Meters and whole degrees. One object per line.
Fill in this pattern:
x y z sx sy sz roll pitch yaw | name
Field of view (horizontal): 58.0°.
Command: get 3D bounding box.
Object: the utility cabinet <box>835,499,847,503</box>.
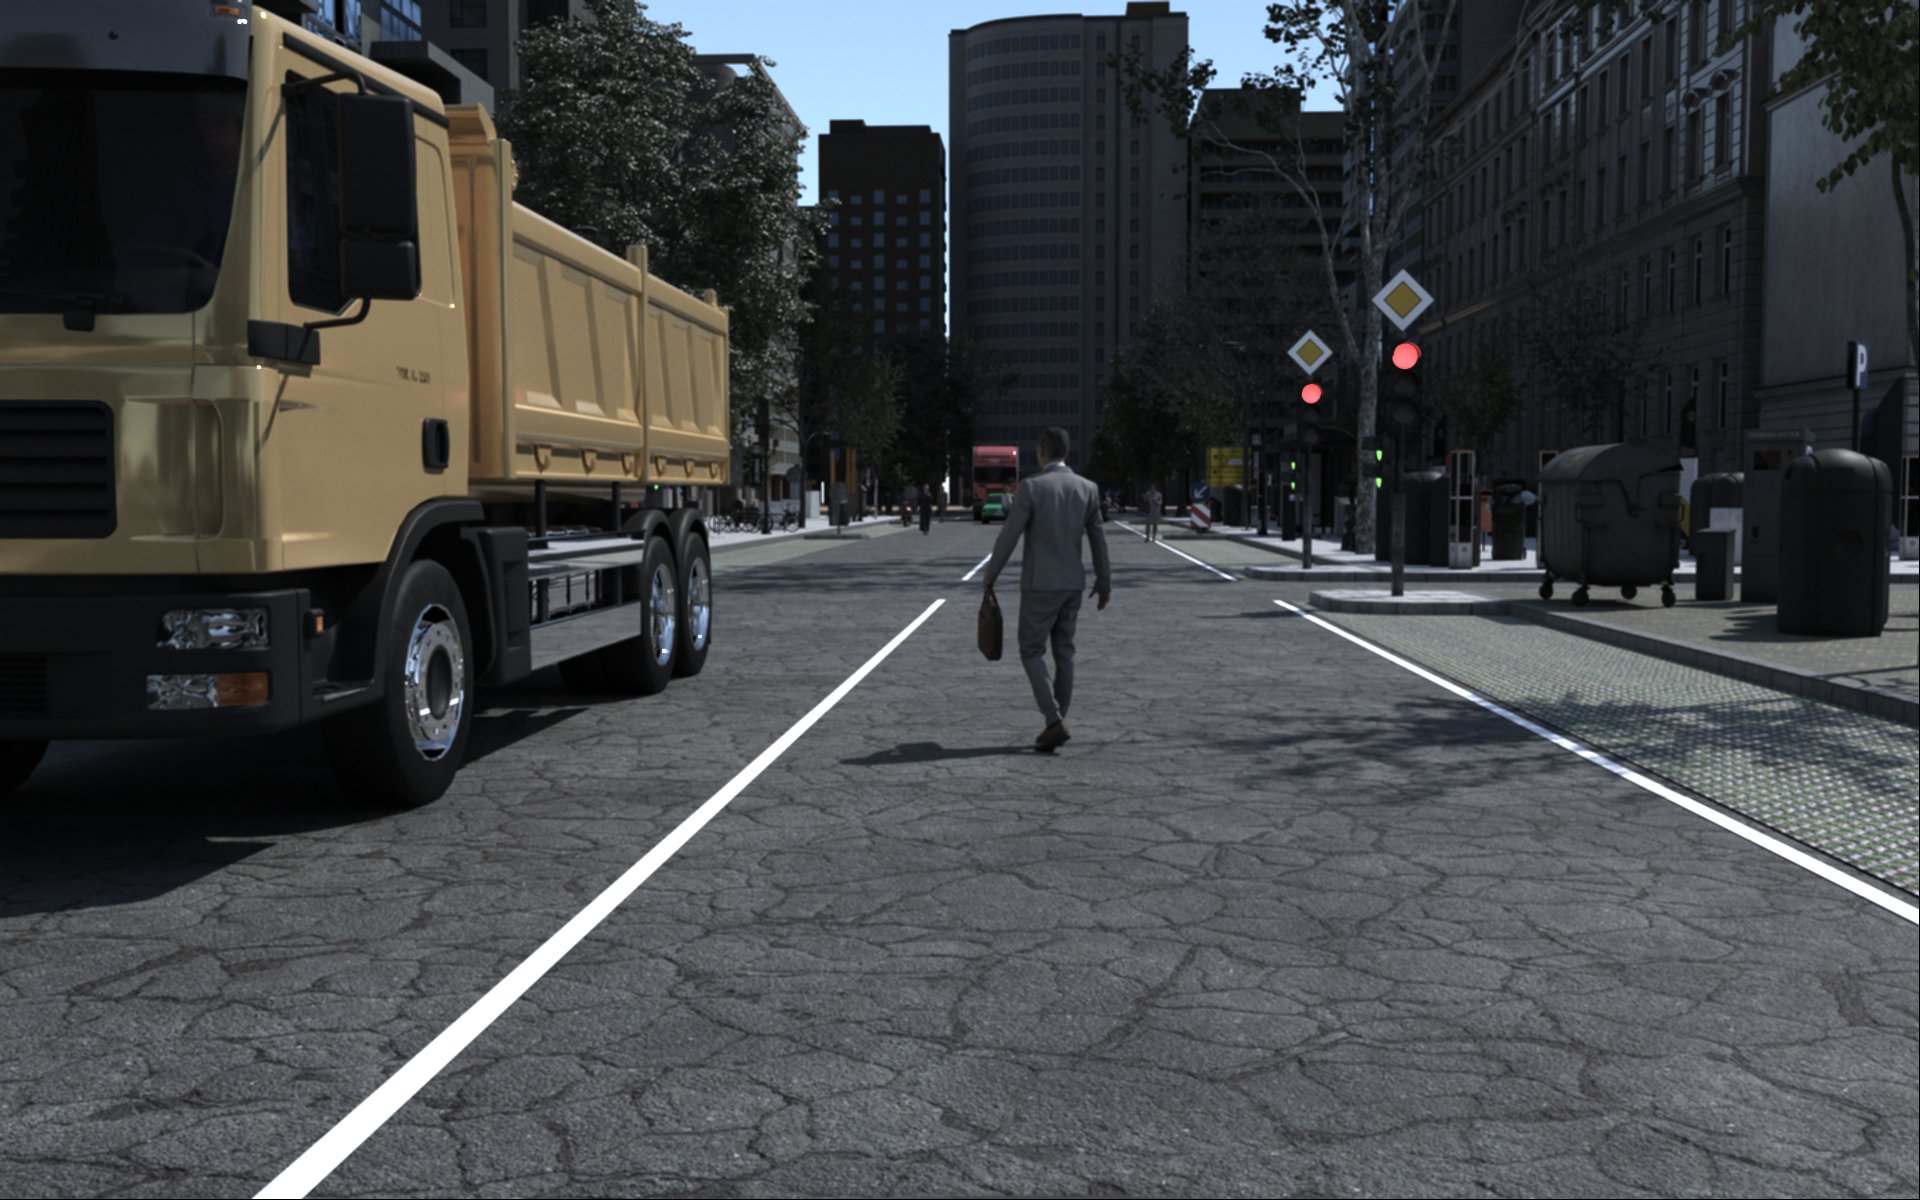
-5.947 -4.660 87.357 0.306 1.237 1.020 2 4 32 | utility cabinet

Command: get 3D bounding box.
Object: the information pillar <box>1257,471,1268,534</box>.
9.677 -3.114 55.403 0.304 2.012 0.304 1 4 16 | information pillar

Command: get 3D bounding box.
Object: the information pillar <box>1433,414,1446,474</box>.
14.125 -3.648 51.001 0.183 3.616 0.504 -1 4 -21 | information pillar

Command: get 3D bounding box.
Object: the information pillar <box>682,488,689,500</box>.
-15.725 -5.795 99.232 0.304 2.012 0.304 0 4 0 | information pillar

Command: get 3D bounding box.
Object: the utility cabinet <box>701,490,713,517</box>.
-13.972 -5.326 95.765 0.318 1.500 1.173 -2 4 -26 | utility cabinet

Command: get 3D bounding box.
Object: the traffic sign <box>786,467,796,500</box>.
-7.800 -4.965 81.283 0.768 2.556 0.104 1 4 9 | traffic sign

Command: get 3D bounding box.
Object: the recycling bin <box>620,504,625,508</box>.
-8.783 -1.854 42.871 0.722 1.027 0.722 3 4 38 | recycling bin

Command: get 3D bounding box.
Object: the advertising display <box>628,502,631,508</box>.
-17.320 -5.213 90.447 0.974 1.923 0.123 0 4 5 | advertising display

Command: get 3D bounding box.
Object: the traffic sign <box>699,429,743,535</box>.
-7.926 -3.716 54.628 2.265 3.308 0.079 1 4 12 | traffic sign

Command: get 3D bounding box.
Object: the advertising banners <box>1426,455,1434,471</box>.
22.019 -5.047 78.711 2.074 3.025 0.090 -1 4 -20 | advertising banners

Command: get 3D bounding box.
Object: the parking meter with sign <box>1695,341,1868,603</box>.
9.662 -1.480 20.465 1.738 3.016 0.543 3 5 41 | parking meter with sign

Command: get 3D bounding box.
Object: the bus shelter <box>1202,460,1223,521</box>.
12.506 -5.315 80.816 2.014 3.302 5.546 0 4 3 | bus shelter

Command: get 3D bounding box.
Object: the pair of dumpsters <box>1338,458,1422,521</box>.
11.607 -2.779 47.930 1.574 2.255 4.437 0 4 3 | pair of dumpsters

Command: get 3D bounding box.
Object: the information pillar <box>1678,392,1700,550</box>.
16.784 -2.967 39.868 0.183 3.616 0.504 -1 4 -20 | information pillar

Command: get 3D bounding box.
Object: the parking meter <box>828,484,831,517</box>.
-7.088 -5.481 95.317 0.255 1.863 0.399 1 4 17 | parking meter

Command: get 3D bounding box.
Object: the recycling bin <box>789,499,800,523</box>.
-7.434 -3.994 77.857 0.722 1.027 0.722 0 4 8 | recycling bin

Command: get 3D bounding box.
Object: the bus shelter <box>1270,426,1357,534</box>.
11.091 -3.697 54.374 2.014 3.302 5.546 0 4 3 | bus shelter

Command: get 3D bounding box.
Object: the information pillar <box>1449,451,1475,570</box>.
8.550 -1.531 29.527 0.304 2.012 0.304 -1 4 -9 | information pillar

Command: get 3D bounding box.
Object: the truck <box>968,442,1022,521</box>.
1.998 -6.555 96.091 2.839 4.237 11.283 0 4 2 | truck

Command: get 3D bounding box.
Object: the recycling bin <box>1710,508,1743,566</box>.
13.954 -1.136 31.132 0.722 1.027 0.722 3 5 43 | recycling bin

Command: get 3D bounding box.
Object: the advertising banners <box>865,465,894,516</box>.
-4.832 -6.525 102.873 2.074 3.025 0.090 2 4 32 | advertising banners

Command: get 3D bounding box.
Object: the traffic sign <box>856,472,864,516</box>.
-5.888 -6.052 99.061 0.768 2.556 0.104 1 4 12 | traffic sign

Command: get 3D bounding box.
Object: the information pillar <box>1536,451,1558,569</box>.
10.032 -1.536 29.609 0.304 2.012 0.304 1 4 13 | information pillar

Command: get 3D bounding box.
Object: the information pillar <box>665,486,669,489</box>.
-17.454 -6.066 103.668 0.304 2.012 0.304 2 4 33 | information pillar

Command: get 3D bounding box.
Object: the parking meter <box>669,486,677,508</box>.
-16.755 -5.841 101.208 0.399 1.863 0.255 1 4 22 | parking meter

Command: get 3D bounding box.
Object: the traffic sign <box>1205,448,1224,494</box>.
11.855 -5.004 75.686 2.265 3.308 0.079 0 4 6 | traffic sign

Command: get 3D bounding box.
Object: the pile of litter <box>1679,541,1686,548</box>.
17.048 -1.702 41.801 1.176 0.858 1.719 3 4 37 | pile of litter

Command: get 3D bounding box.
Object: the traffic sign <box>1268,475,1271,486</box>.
15.800 -5.351 89.615 0.606 2.300 0.079 0 4 6 | traffic sign

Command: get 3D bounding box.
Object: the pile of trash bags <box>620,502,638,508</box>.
-15.632 -4.197 78.377 3.447 1.369 1.912 2 4 35 | pile of trash bags

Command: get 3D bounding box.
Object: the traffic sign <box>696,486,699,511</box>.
-7.902 -3.185 52.174 0.768 2.556 0.104 1 4 11 | traffic sign

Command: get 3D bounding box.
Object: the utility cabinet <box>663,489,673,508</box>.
-12.438 -3.844 71.533 1.173 1.500 0.318 2 4 24 | utility cabinet

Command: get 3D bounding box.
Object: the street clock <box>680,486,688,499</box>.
-11.957 -4.312 75.064 0.471 2.002 0.358 -1 4 -15 | street clock

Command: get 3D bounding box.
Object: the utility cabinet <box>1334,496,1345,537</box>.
11.629 -2.454 51.283 1.020 1.237 0.306 0 4 -3 | utility cabinet

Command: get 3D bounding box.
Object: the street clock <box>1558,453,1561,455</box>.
10.562 -1.577 30.352 0.358 2.002 0.471 1 4 18 | street clock

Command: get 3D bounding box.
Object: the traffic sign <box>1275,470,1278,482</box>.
16.072 -5.277 86.392 0.768 2.556 0.104 0 4 4 | traffic sign

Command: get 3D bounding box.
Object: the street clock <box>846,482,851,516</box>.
-6.412 -5.840 100.048 0.358 2.002 0.471 -2 4 -30 | street clock

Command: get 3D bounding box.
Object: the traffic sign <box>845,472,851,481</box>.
-6.381 -6.189 101.301 0.768 2.556 0.104 1 4 11 | traffic sign

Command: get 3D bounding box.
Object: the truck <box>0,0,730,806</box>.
-3.519 -0.870 10.144 3.469 3.379 9.791 0 4 3 | truck

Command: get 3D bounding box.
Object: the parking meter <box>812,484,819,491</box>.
-8.046 -5.553 96.496 0.399 1.863 0.255 -1 4 -9 | parking meter

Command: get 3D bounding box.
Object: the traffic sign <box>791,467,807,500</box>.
-7.525 -4.953 81.083 0.768 2.556 0.104 0 4 5 | traffic sign

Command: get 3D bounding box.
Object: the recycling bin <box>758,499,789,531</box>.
-6.661 -2.983 61.328 0.722 1.027 0.722 -3 5 -41 | recycling bin

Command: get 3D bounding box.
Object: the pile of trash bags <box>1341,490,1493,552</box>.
10.289 -1.776 38.784 3.447 1.369 1.912 1 4 13 | pile of trash bags

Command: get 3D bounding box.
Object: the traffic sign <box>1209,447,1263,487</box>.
11.838 -4.924 74.375 2.265 3.308 0.079 0 4 4 | traffic sign

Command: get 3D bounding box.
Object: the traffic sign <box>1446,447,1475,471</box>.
13.643 -2.885 47.275 0.768 2.556 0.104 1 4 11 | traffic sign

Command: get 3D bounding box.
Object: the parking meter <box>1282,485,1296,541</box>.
9.025 -2.391 47.496 0.372 1.533 0.369 0 3 0 | parking meter

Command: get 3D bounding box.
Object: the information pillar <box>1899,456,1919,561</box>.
18.358 -1.770 33.428 0.304 2.012 0.304 1 4 11 | information pillar
